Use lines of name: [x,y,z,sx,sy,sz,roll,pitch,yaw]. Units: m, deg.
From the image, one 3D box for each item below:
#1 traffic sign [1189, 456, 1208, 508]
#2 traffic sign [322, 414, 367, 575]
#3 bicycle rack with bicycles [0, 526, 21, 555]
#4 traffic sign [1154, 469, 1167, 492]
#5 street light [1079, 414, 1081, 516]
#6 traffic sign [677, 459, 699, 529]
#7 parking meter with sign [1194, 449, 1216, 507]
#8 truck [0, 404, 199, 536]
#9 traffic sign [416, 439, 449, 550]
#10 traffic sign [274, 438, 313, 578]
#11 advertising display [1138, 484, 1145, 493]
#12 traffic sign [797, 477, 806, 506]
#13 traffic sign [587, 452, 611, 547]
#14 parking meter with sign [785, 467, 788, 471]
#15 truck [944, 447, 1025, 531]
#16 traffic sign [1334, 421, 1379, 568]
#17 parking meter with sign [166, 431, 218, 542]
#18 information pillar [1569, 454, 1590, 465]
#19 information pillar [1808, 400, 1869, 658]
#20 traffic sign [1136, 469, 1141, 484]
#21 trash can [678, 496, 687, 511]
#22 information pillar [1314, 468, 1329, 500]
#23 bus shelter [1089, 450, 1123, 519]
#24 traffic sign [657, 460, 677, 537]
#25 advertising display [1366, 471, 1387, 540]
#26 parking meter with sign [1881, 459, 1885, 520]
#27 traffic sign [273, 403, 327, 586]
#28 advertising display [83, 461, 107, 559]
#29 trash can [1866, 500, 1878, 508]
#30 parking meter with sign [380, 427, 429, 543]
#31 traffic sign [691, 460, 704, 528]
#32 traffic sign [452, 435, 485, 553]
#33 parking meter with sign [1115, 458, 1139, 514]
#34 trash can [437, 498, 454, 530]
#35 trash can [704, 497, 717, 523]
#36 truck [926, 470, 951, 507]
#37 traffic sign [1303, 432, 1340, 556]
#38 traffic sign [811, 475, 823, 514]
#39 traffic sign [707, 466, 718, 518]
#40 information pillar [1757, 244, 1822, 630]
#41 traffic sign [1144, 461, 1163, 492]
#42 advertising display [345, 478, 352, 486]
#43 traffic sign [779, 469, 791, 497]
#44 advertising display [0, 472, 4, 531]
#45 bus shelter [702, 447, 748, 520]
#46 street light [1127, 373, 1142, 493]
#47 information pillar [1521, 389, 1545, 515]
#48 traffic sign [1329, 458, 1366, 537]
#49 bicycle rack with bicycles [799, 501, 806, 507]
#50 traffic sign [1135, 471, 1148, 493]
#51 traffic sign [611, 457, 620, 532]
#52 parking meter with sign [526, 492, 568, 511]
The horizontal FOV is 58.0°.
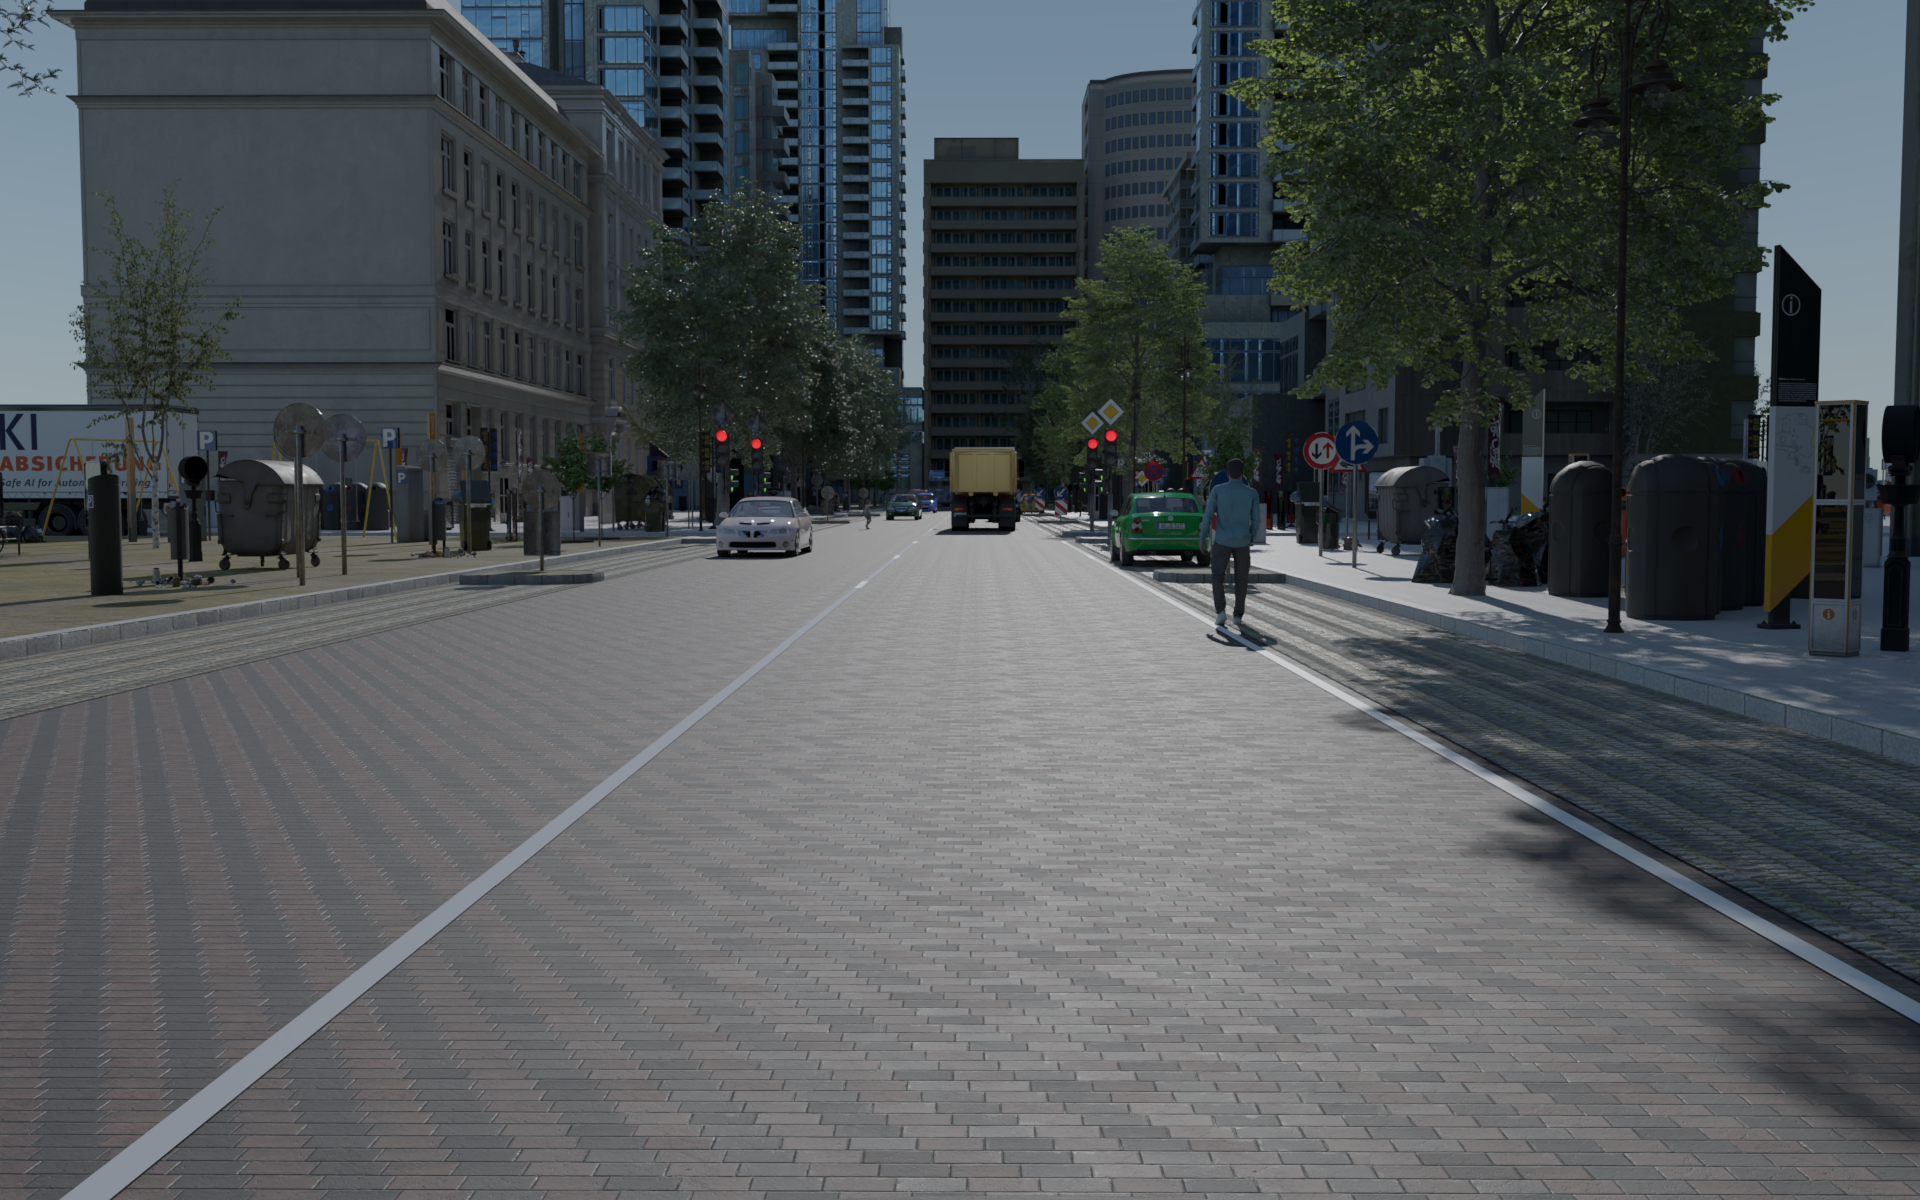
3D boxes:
traffic sign: [8.336,-3.656,59.772,0.884,2.594,0.081,1,4,10]
traffic sign: [-9.792,-1.674,27.482,0.768,2.556,0.104,0,4,3]
bicycle rack with bicycles: [-20.811,-1.344,35.350,2.852,0.926,2.925,0,4,4]
traffic sign: [9.402,-5.012,82.051,0.768,2.556,0.104,0,4,7]
street light: [6.929,-7.757,99.614,0.468,5.910,1.993,0,4,1]
traffic sign: [-10.000,-3.904,63.830,0.884,2.594,0.081,0,4,4]
parking meter with sign: [9.279,-4.300,66.572,0.543,3.016,1.738,2,4,26]
truck: [-30.345,-4.053,55.178,11.283,4.237,2.839,0,4,-1]
traffic sign: [-12.191,-2.441,40.011,0.768,2.556,0.104,0,4,4]
traffic sign: [-10.147,-1.616,26.522,0.768,2.556,0.104,0,4,7]
advertising display: [9.403,-5.207,90.341,0.123,1.923,0.974,-1,4,-22]
traffic sign: [-11.637,-7.755,126.804,0.884,2.594,0.081,0,4,1]
traffic sign: [-8.798,-2.453,42.230,0.606,2.300,0.079,0,4,5]
parking meter with sign: [-10.927,-6.907,109.196,0.543,3.016,1.738,1,4,8]
truck: [0.980,-4.576,70.747,3.469,3.379,9.791,0,4,1]
traffic sign: [6.875,-1.835,30.110,0.768,2.556,0.104,0,4,1]
parking meter with sign: [-20.748,-3.088,46.743,0.543,3.016,1.738,0,4,8]
information pillar: [11.249,-1.653,31.525,0.304,2.012,0.304,0,4,8]
information pillar: [6.947,-0.563,13.702,0.304,2.012,0.304,-3,5,-44]
traffic sign: [9.035,-5.431,88.896,0.768,2.556,0.104,1,4,8]
trash can: [-20.601,-7.155,128.645,0.748,1.137,0.748,0,3,0]
information pillar: [10.055,-2.676,48.241,0.304,2.012,0.304,-1,4,-15]
bus shelter: [7.401,-6.026,89.802,1.731,3.624,6.357,0,4,1]
traffic sign: [-8.790,-3.050,51.996,0.606,2.300,0.079,1,4,10]
advertising display: [11.878,-2.645,48.461,0.974,1.923,0.123,0,4,3]
parking meter with sign: [46.394,-5.457,85.481,1.738,3.016,0.543,-1,4,-12]
traffic sign: [-9.229,-1.475,24.229,0.768,2.556,0.104,0,4,4]
advertising display: [-16.815,-1.743,33.718,0.123,1.923,0.974,-3,5,-44]
trash can: [48.567,-4.928,92.221,0.748,1.137,0.748,0,3,0]
parking meter with sign: [-14.629,-3.049,46.114,0.543,3.016,1.738,1,4,19]
traffic sign: [-10.115,-4.002,65.436,0.884,2.594,0.081,0,4,2]
traffic sign: [-10.639,-2.286,37.488,0.768,2.556,0.104,1,4,9]
parking meter with sign: [8.206,-5.316,83.177,0.543,3.016,1.738,-2,4,-33]
trash can: [-18.282,-3.047,61.479,0.748,1.137,0.748,0,3,0]
trash can: [-11.023,-4.014,77.287,0.748,1.137,0.748,0,3,0]
truck: [-2.395,-12.917,200.949,2.967,4.110,18.799,0,4,-1]
traffic sign: [7.446,-2.176,35.676,0.768,2.556,0.104,0,4,7]
traffic sign: [-9.041,-6.689,109.468,0.768,2.556,0.104,1,4,9]
traffic sign: [-11.211,-4.836,79.167,0.768,2.556,0.104,1,4,9]
information pillar: [7.887,-1.533,16.424,0.504,3.616,0.183,-1,4,-14]
traffic sign: [7.545,-4.128,67.600,0.768,2.556,0.104,1,4,9]
advertising display: [-24.534,-3.927,69.427,0.123,1.923,0.974,0,4,-5]
traffic sign: [-9.114,-5.470,89.544,0.768,2.556,0.104,0,4,5]
advertising display: [-28.285,-2.772,50.538,0.974,1.923,0.123,2,4,26]
bus shelter: [-11.808,-5.887,87.529,1.731,3.624,6.357,0,4,1]
street light: [6.586,-5.663,65.377,0.468,5.910,1.993,0,4,1]
information pillar: [12.852,-2.904,38.831,0.504,3.616,0.183,3,5,42]
traffic sign: [9.422,-2.576,42.123,0.884,2.594,0.081,0,4,5]
bicycle rack with bicycles: [-12.371,-7.219,131.413,2.925,0.926,2.852,-3,5,-44]
traffic sign: [8.858,-5.086,84.348,0.795,2.450,0.064,0,4,6]
traffic sign: [-11.812,-3.599,58.950,0.768,2.556,0.104,0,4,6]
parking meter with sign: [-16.413,-4.446,68.954,1.738,3.016,0.543,1,4,10]
